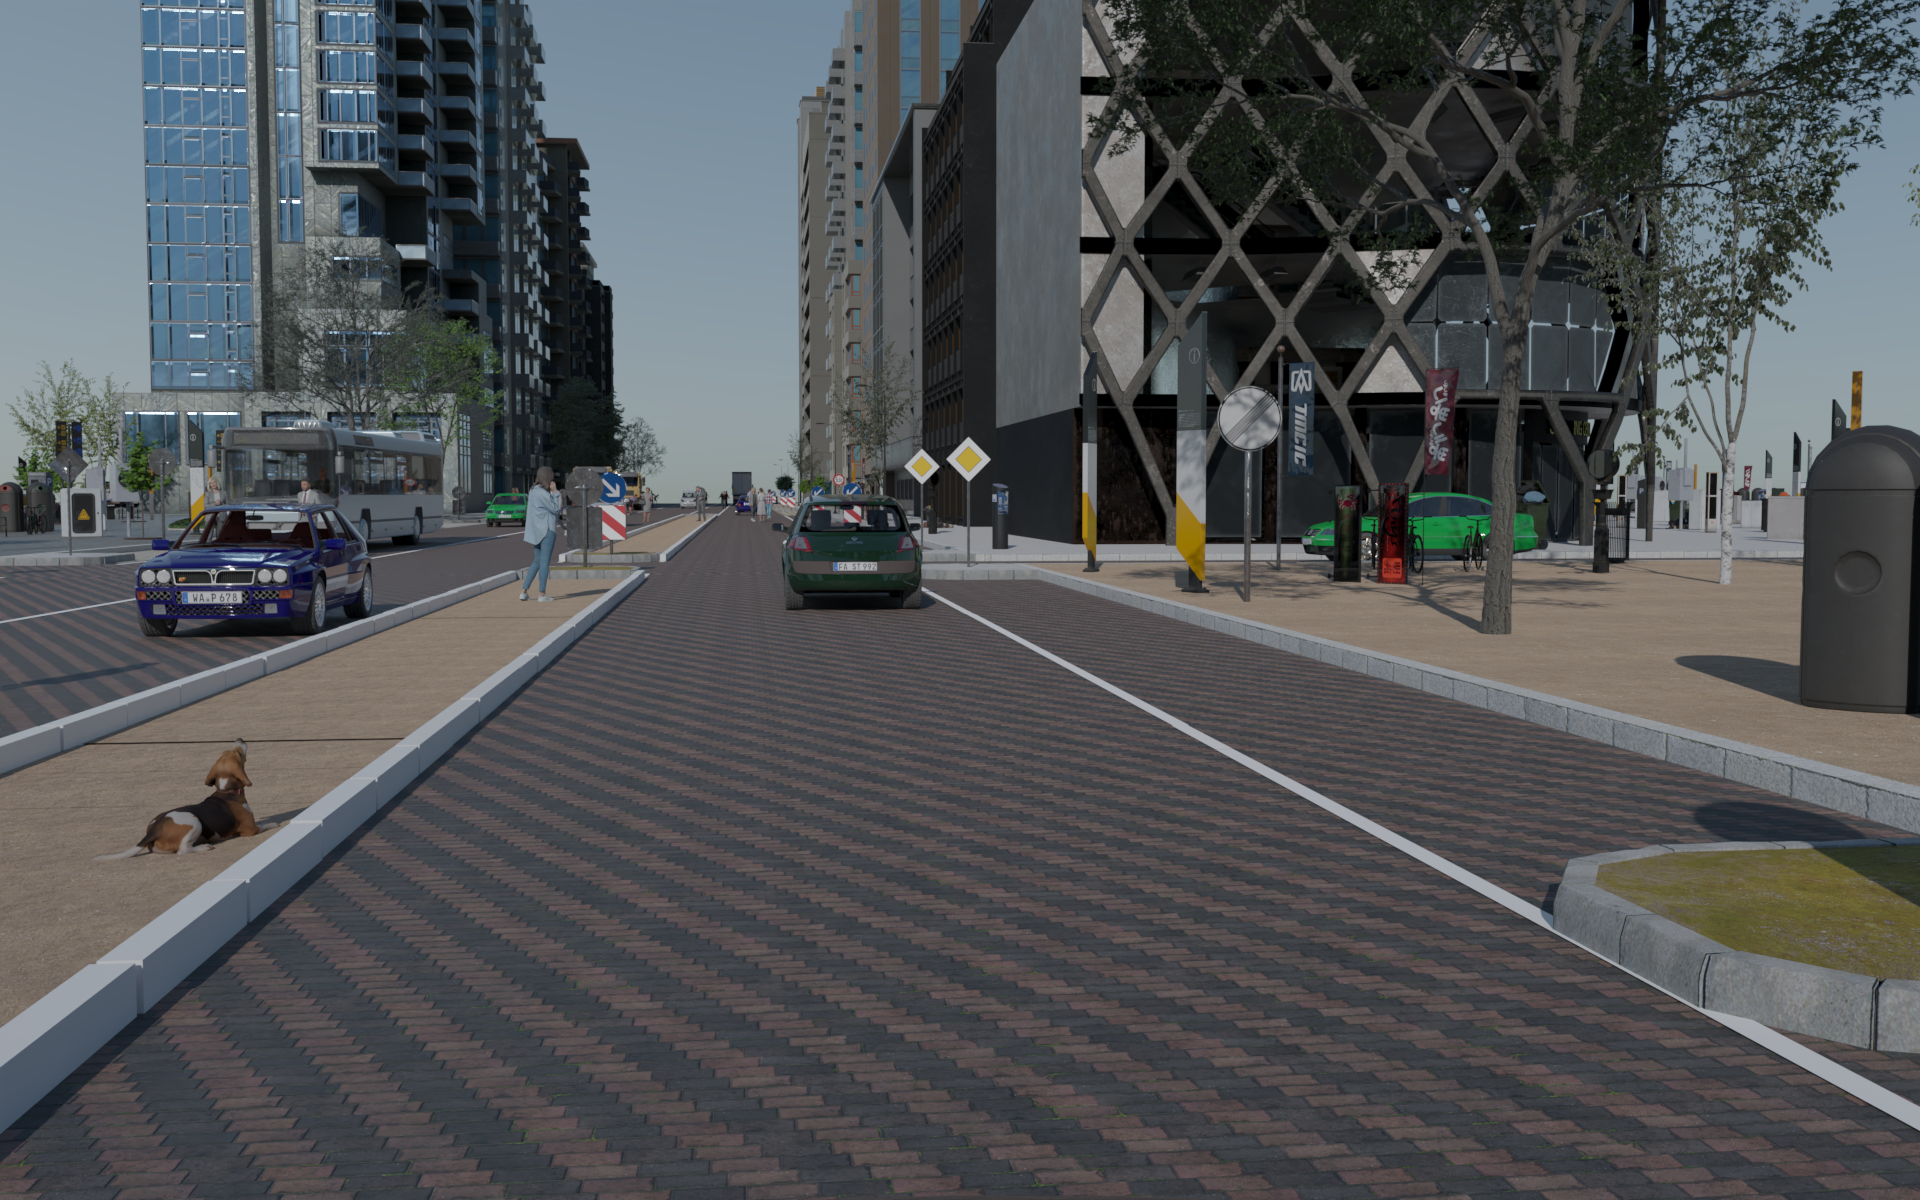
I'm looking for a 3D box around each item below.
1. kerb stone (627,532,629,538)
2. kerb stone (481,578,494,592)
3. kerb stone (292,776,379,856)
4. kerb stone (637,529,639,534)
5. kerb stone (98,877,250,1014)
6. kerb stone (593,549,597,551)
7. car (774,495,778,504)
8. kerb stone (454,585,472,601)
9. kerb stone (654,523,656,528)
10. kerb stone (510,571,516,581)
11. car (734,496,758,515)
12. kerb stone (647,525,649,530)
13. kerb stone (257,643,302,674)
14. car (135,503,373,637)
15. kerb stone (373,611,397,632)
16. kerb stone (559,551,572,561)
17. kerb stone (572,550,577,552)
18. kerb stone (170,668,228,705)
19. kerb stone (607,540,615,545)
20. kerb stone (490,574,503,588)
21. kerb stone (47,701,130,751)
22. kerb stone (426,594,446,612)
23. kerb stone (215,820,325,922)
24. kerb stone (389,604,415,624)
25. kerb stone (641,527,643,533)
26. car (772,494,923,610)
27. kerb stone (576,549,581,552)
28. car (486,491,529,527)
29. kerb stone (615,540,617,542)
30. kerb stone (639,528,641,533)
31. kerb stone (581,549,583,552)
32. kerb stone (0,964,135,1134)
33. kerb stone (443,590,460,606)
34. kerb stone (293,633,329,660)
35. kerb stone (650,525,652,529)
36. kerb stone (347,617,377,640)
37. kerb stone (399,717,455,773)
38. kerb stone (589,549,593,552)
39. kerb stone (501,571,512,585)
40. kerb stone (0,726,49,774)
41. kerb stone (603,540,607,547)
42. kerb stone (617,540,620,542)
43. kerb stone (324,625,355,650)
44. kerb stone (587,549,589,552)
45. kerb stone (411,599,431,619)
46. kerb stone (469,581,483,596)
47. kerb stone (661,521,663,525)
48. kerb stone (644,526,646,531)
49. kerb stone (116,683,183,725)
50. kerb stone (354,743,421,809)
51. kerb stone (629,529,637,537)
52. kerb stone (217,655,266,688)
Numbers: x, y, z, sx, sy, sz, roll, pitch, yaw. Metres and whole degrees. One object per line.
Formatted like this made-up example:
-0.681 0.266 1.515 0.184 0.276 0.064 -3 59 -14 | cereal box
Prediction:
-10.751 -2.030 55.392 0.120 0.150 1.000 0 4 -7 | kerb stone
-7.003 -0.189 25.368 0.120 0.150 1.000 0 4 -7 | kerb stone
-2.631 0.911 7.305 0.120 0.150 1.000 0 4 -7 | kerb stone
-11.390 -2.341 60.475 0.120 0.150 1.000 0 4 -7 | kerb stone
-2.371 1.036 5.259 0.120 0.150 1.000 0 4 -7 | kerb stone
-9.357 -1.346 44.201 0.120 0.150 1.000 0 4 -7 | kerb stone
-25.870 -13.949 237.652 1.945 1.707 3.694 0 4 -8 | car
-6.747 -0.069 23.320 0.120 0.150 1.000 0 4 -7 | kerb stone
-12.787 -3.024 71.669 0.120 0.150 1.000 0 4 -7 | kerb stone
-7.386 -0.380 28.415 0.120 0.150 1.000 0 4 -7 | kerb stone
-14.323 -6.404 117.280 1.945 1.354 3.894 -1 4 -9 | car
-12.155 -2.714 66.587 0.120 0.150 1.000 0 4 -7 | kerb stone
-5.595 0.491 14.160 0.120 0.150 1.000 0 4 -7 | kerb stone
-7.541 -0.376 18.730 1.945 1.354 3.894 0 4 -8 | car
-6.116 0.247 18.229 0.120 0.150 1.000 0 4 -7 | kerb stone
-8.467 -0.910 37.078 0.120 0.150 1.000 0 4 -7 | kerb stone
-8.586 -0.969 38.094 0.120 0.150 1.000 0 4 -7 | kerb stone
-5.354 0.616 12.123 0.120 0.150 1.000 0 4 -7 | kerb stone
-9.994 -1.651 49.282 0.120 0.150 1.000 0 4 -7 | kerb stone
-7.132 -0.256 26.382 0.120 0.150 1.000 0 4 -7 | kerb stone
-5.093 0.740 10.092 0.120 0.150 1.000 0 4 -7 | kerb stone
-6.494 0.056 21.288 0.120 0.150 1.000 0 4 -7 | kerb stone
-2.496 0.977 6.279 0.120 0.150 1.000 0 4 -7 | kerb stone
-6.244 0.180 19.249 0.120 0.150 1.000 0 4 -7 | kerb stone
-11.641 -2.467 62.523 0.120 0.150 1.000 0 4 -7 | kerb stone
-1.475 -0.799 22.844 2.009 1.686 4.222 0 4 -6 | car
-8.721 -1.035 39.117 0.120 0.150 1.000 0 4 -7 | kerb stone
-19.847 -4.147 76.604 1.959 1.807 4.718 0 4 -7 | car
-10.121 -1.717 50.297 0.120 0.150 1.000 0 4 -7 | kerb stone
-11.516 -2.404 61.501 0.120 0.150 1.000 0 4 -7 | kerb stone
-8.843 -1.094 40.137 0.120 0.150 1.000 0 4 -7 | kerb stone
-2.255 1.099 4.243 0.120 0.150 1.000 0 4 -7 | kerb stone
-6.621 0.000 22.303 0.120 0.150 1.000 0 4 -7 | kerb stone
-5.734 0.430 15.175 0.120 0.150 1.000 0 4 -7 | kerb stone
-12.407 -2.839 68.619 0.120 0.150 1.000 0 4 -7 | kerb stone
-5.990 0.305 17.204 0.120 0.150 1.000 0 4 -7 | kerb stone
-2.885 0.786 9.347 0.120 0.150 1.000 0 4 -7 | kerb stone
-9.101 -1.221 42.173 0.120 0.150 1.000 0 4 -7 | kerb stone
-7.259 -0.318 27.396 0.120 0.150 1.000 0 4 -7 | kerb stone
-4.973 0.803 9.074 0.120 0.150 1.000 0 4 -7 | kerb stone
-9.606 -1.470 46.237 0.120 0.150 1.000 0 4 -7 | kerb stone
-10.249 -1.781 51.320 0.120 0.150 1.000 0 4 -7 | kerb stone
-5.859 0.370 16.190 0.120 0.150 1.000 0 4 -7 | kerb stone
-8.984 -1.156 41.158 0.120 0.150 1.000 0 4 -7 | kerb stone
-6.366 0.118 20.264 0.120 0.150 1.000 0 4 -7 | kerb stone
-6.880 -0.130 24.341 0.120 0.150 1.000 0 4 -7 | kerb stone
-13.556 -3.400 77.782 0.120 0.150 1.000 0 4 -7 | kerb stone
-11.900 -2.591 64.552 0.120 0.150 1.000 0 4 -7 | kerb stone
-5.225 0.678 11.106 0.120 0.150 1.000 0 4 -7 | kerb stone
-2.759 0.849 8.331 0.120 0.150 1.000 0 4 -7 | kerb stone
-11.261 -2.278 59.459 0.120 0.150 1.000 0 4 -7 | kerb stone
-5.485 0.558 13.137 0.120 0.150 1.000 0 4 -7 | kerb stone
